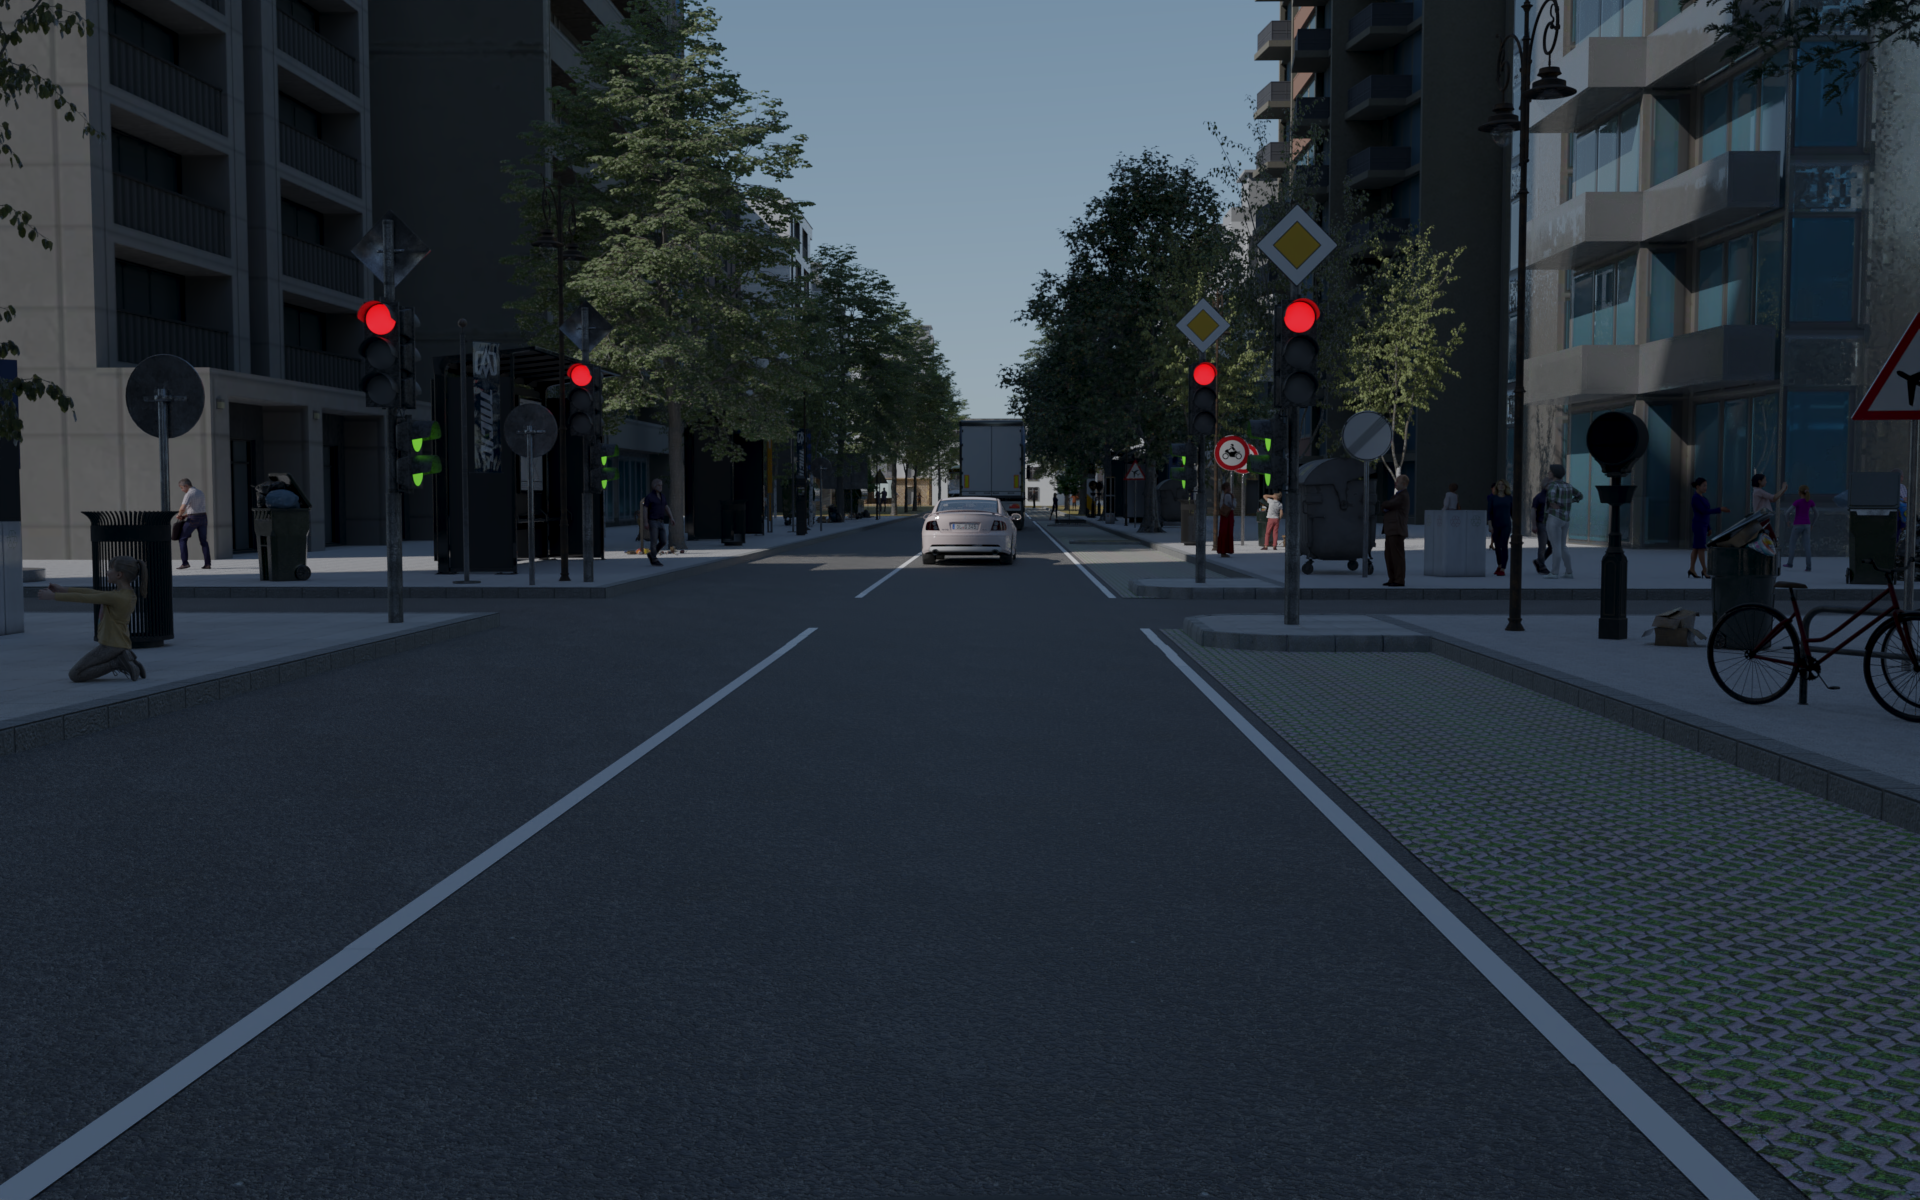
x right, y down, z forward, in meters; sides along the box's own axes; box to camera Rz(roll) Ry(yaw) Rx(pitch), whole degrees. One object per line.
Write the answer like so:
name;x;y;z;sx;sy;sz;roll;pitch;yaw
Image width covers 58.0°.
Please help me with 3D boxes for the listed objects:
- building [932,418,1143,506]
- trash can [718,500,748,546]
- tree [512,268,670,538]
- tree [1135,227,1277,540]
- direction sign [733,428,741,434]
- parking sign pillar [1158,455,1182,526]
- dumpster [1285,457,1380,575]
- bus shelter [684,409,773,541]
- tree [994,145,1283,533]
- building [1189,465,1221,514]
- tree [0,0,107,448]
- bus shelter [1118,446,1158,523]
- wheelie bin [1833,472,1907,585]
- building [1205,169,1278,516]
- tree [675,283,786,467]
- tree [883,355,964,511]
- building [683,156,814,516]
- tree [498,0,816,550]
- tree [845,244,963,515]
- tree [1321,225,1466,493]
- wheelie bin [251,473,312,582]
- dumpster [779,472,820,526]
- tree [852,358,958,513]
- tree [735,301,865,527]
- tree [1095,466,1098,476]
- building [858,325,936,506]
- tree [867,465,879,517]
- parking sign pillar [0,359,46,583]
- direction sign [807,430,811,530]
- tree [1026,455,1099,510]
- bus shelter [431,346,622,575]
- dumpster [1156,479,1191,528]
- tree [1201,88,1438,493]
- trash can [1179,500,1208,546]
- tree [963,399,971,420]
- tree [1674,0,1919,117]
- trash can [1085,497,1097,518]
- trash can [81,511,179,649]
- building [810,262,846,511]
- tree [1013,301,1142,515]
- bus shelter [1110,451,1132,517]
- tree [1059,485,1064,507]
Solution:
building;10.912;-15.541;196.238;28.070;9.664;9.099;0;4;2
trash can;-5.633;-1.917;43.002;0.748;1.137;0.748;0;3;0
tree;-10.734;-6.133;50.641;4.360;8.622;3.978;0;3;0
tree;6.604;-5.945;47.559;4.737;8.622;4.395;0;3;0
direction sign;-7.203;-3.883;55.479;0.379;3.537;0.876;-2;4;-33
parking sign pillar;8.499;-4.993;70.101;1.447;3.967;1.447;2;4;35
dumpster;6.055;-1.370;28.159;1.264;1.857;1.865;0;4;1
bus shelter;-6.645;-3.626;50.562;1.731;3.624;6.357;0;4;2
tree;6.261;-8.579;57.271;9.611;12.733;9.660;0;3;0
building;24.612;-16.001;128.080;16.747;18.905;31.486;0;4;2
tree;-7.134;-3.713;11.067;4.360;8.622;3.978;0;3;0
bus shelter;7.967;-4.912;74.242;2.014;3.302;5.546;0;4;1
wheelie bin;12.999;-1.028;24.718;0.980;1.594;0.693;2;4;29
building;23.271;-15.306;106.677;16.016;20.091;11.380;0;4;2
tree;-8.162;-6.781;61.230;4.360;8.622;3.978;0;3;0
tree;-3.232;-12.411;128.668;9.928;11.665;9.643;0;3;0
building;-25.668;-16.744;117.733;27.936;21.610;32.646;0;4;2
tree;-7.010;-7.447;39.885;7.486;12.596;7.792;0;3;0
tree;-5.322;-9.845;79.086;7.486;12.596;7.792;0;3;0
tree;12.144;-5.984;48.199;4.737;8.622;4.395;0;3;0
wheelie bin;-10.025;-1.082;25.605;0.980;1.594;0.693;3;5;43
dumpster;-6.563;-4.183;70.884;1.502;2.255;1.985;0;4;2
tree;-3.920;-11.271;118.694;8.767;10.594;7.601;2;4;33
tree;-5.751;-7.130;66.935;4.737;8.622;4.395;0;3;0
tree;9.468;-11.976;121.565;9.928;11.665;9.643;0;3;0
building;-8.703;-21.036;200.350;11.380;20.091;16.016;0;4;2
tree;-5.017;-6.177;95.594;1.663;3.219;1.824;0;3;0
parking sign pillar;-14.191;-2.248;25.226;1.447;3.967;1.447;3;5;40
direction sign;-5.479;-4.242;61.357;0.379;3.537;0.876;1;4;22
tree;8.995;-13.513;139.070;7.486;12.596;7.792;0;3;0
bus shelter;-7.503;-2.405;30.606;1.731;3.624;6.357;0;4;2
dumpster;8.161;-3.709;66.394;1.264;1.857;1.865;0;4;1
tree;6.235;-4.984;31.850;4.360;8.622;3.978;0;3;0
trash can;5.807;-1.926;43.140;0.748;1.137;0.748;0;3;0
tree;-3.559;-11.393;104.406;7.486;12.596;7.792;0;3;0
tree;5.928;-4.410;6.516;8.767;10.594;7.601;0;4;-7
trash can;7.118;-5.041;94.068;0.748;1.137;0.748;0;3;0
trash can;-6.944;-0.176;14.534;0.748;1.137;0.748;0;3;0
building;-17.933;-17.317;139.556;16.016;20.091;11.380;0;4;2
tree;7.790;-12.302;107.799;9.857;13.997;8.962;0;3;0
bus shelter;8.596;-6.371;95.443;1.731;3.624;6.357;0;4;2
tree;10.485;-11.052;175.297;1.663;3.219;1.824;0;3;0
